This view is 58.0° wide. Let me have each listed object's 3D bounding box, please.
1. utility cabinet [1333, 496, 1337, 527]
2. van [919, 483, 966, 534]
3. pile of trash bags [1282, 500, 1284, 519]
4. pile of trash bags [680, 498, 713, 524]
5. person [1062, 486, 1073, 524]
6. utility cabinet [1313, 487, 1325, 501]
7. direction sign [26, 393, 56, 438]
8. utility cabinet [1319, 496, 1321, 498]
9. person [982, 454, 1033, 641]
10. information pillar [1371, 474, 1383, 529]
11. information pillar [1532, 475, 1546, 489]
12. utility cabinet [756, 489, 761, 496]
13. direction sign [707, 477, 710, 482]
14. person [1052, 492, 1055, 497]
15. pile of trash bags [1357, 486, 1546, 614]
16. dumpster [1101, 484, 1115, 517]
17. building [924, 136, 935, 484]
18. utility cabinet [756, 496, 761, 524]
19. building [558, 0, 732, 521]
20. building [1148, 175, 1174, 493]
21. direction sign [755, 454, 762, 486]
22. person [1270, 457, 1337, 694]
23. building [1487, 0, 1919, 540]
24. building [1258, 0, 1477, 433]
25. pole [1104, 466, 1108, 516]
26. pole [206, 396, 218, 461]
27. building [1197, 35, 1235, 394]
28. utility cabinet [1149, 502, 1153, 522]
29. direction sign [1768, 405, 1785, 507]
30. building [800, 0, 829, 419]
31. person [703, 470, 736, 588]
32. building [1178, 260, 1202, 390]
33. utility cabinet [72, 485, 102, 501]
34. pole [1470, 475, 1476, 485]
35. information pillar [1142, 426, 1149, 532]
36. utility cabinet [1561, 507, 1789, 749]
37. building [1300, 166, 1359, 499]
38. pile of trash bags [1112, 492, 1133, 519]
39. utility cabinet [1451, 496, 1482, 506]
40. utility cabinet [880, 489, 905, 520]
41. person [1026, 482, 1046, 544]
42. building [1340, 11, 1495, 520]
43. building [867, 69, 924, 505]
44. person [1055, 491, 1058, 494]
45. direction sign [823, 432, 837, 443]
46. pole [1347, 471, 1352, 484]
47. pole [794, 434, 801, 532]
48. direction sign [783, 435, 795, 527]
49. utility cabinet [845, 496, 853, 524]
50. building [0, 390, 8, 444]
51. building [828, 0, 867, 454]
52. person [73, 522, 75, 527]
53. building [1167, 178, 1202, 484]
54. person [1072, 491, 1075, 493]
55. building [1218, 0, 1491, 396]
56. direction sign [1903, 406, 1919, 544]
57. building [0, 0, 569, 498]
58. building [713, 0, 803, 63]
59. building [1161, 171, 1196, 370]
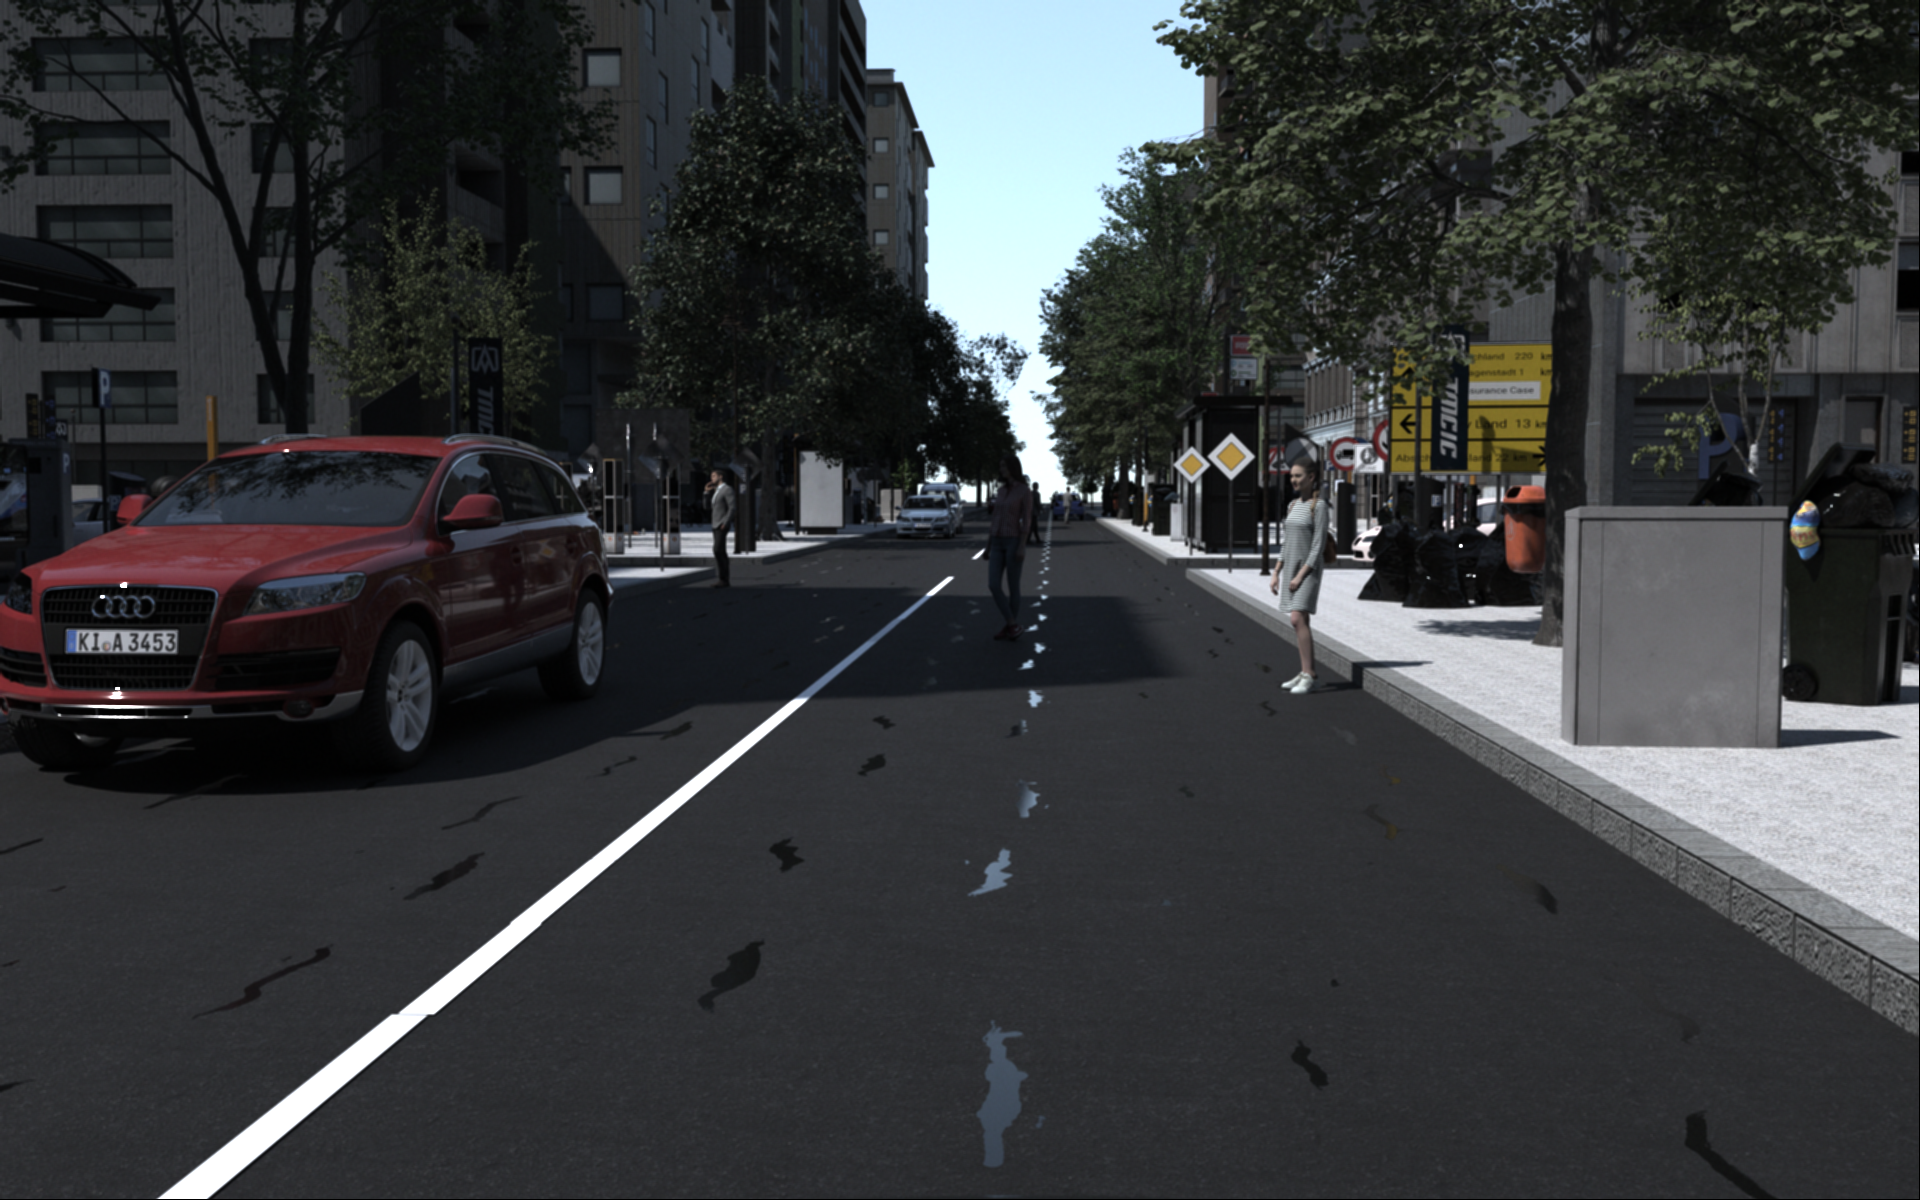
[{"bbox_3d":[14.623,-3.414,66.977,0.306,1.237,1.020,1,4,19],"label":"utility cabinet"},{"bbox_3d":[-0.763,-3.409,62.742,2.013,2.044,4.112,0,4,2],"label":"van"},{"bbox_3d":[16.100,-5.008,91.632,3.447,1.369,1.912,2,4,28],"label":"pile of trash bags"},{"bbox_3d":[-11.472,-3.968,74.630,1.912,1.369,3.447,2,4,27],"label":"pile of trash bags"},{"bbox_3d":[5.289,-4.614,84.131,0.606,1.804,0.583,3,4,36],"label":"person"},{"bbox_3d":[10.563,-2.674,52.402,0.318,1.500,1.173,-1,4,-22],"label":"utility cabinet"},{"bbox_3d":[-20.841,-2.897,39.358,0.379,3.537,0.876,1,4,12],"label":"direction sign"},{"bbox_3d":[9.348,-2.169,46.624,0.306,1.237,1.020,-1,4,-15],"label":"utility cabinet"},{"bbox_3d":[0.453,-0.522,17.051,0.555,1.821,0.388,2,4,34],"label":"person"},{"bbox_3d":[14.499,-3.410,60.238,0.304,2.012,0.304,-3,5,-44],"label":"information pillar"},{"bbox_3d":[8.306,-2.017,24.327,0.504,3.616,0.183,1,4,13],"label":"information pillar"},{"bbox_3d":[-9.418,-4.333,79.528,0.318,1.500,1.173,3,4,38],"label":"utility cabinet"},{"bbox_3d":[-16.185,-7.169,109.207,0.876,3.537,0.379,1,4,18],"label":"direction sign"},{"bbox_3d":[12.158,-13.045,222.696,0.541,1.710,0.530,2,4,26],"label":"person"},{"bbox_3d":[5.902,-0.613,19.778,1.912,1.369,3.447,0,4,-6],"label":"pile of trash bags"},{"bbox_3d":[8.728,-5.712,99.152,1.264,1.857,1.865,0,4,3],"label":"dumpster"},{"bbox_3d":[-18.639,-40.272,247.681,28.713,52.752,27.495,0,4,3],"label":"building"},{"bbox_3d":[-8.477,-3.874,74.506,1.020,1.237,0.306,-2,4,-26],"label":"utility cabinet"},{"bbox_3d":[-27.569,-30.848,93.596,28.713,52.752,27.495,0,4,3],"label":"building"},{"bbox_3d":[39.224,-38.789,257.898,21.300,48.544,21.600,0,4,3],"label":"building"},{"bbox_3d":[-11.298,-6.501,98.282,0.876,3.537,0.379,0,4,-6],"label":"direction sign"},{"bbox_3d":[2.520,-0.194,12.679,0.522,1.701,0.512,-2,4,-27],"label":"person"},{"bbox_3d":[27.257,-14.243,50.902,19.932,24.808,12.078,0,4,3],"label":"building"},{"bbox_3d":[28.161,-26.932,123.937,14.154,41.232,14.086,0,4,3],"label":"building"},{"bbox_3d":[8.526,-6.563,101.146,0.158,3.312,0.155,0,3,0],"label":"pole"},{"bbox_3d":[-15.556,-2.584,36.097,0.158,3.312,0.155,0,3,0],"label":"pole"},{"bbox_3d":[30.897,-31.608,166.898,14.600,45.320,14.200,0,4,3],"label":"building"},{"bbox_3d":[8.989,-4.138,78.810,1.020,1.237,0.306,2,4,24],"label":"utility cabinet"},{"bbox_3d":[20.896,-3.205,44.391,0.379,3.537,0.876,0,4,2],"label":"direction sign"},{"bbox_3d":[-17.861,-29.557,133.371,14.600,45.320,14.200,0,4,3],"label":"building"},{"bbox_3d":[-3.709,-1.103,26.712,0.473,1.802,0.592,-1,4,-15],"label":"person"},{"bbox_3d":[33.647,-26.924,211.908,14.160,30.474,14.107,0,4,3],"label":"building"},{"bbox_3d":[-22.122,-2.128,43.471,1.173,1.500,0.318,0,4,-1],"label":"utility cabinet"},{"bbox_3d":[15.513,-3.580,52.373,0.158,3.312,0.155,0,3,0],"label":"pole"},{"bbox_3d":[6.356,-4.149,59.198,0.183,3.616,0.504,0,3,0],"label":"information pillar"},{"bbox_3d":[3.646,0.139,8.883,1.020,1.237,0.306,0,4,5],"label":"utility cabinet"},{"bbox_3d":[26.415,-16.118,99.694,11.583,22.565,21.152,0,4,3],"label":"building"},{"bbox_3d":[9.428,-4.892,89.736,3.447,1.369,1.912,-2,4,-25],"label":"pile of trash bags"},{"bbox_3d":[16.205,-2.716,55.575,1.020,1.237,0.306,0,4,4],"label":"utility cabinet"},{"bbox_3d":[-3.238,-4.560,83.240,1.173,1.500,0.318,2,4,25],"label":"utility cabinet"},{"bbox_3d":[2.181,-2.488,49.573,0.834,1.777,0.661,-3,5,-42],"label":"person"},{"bbox_3d":[25.447,-14.385,76.997,13.314,21.916,24.055,0,4,3],"label":"building"},{"bbox_3d":[-20.350,-38.596,220.290,28.713,52.752,27.495,0,4,3],"label":"building"},{"bbox_3d":[12.479,-13.180,223.629,1.348,1.869,0.705,0,4,-4],"label":"person"},{"bbox_3d":[-4.478,-4.170,60.182,0.876,3.537,0.379,-2,4,-35],"label":"direction sign"},{"bbox_3d":[15.165,-4.501,67.442,0.158,3.312,0.155,0,3,0],"label":"pole"},{"bbox_3d":[-5.520,-3.974,58.812,0.158,3.312,0.155,0,3,0],"label":"pole"},{"bbox_3d":[-6.591,-4.591,67.057,0.379,3.537,0.876,-3,5,-41],"label":"direction sign"},{"bbox_3d":[-4.732,-3.906,75.029,0.306,1.237,1.020,-1,4,-22],"label":"utility cabinet"},{"bbox_3d":[-44.084,-22.848,65.440,23.993,40.220,32.217,0,4,3],"label":"building"},{"bbox_3d":[-19.845,-32.267,151.271,21.300,48.544,21.600,0,4,3],"label":"building"},{"bbox_3d":[-16.505,-1.378,31.709,0.731,1.740,0.598,1,4,14],"label":"person"},{"bbox_3d":[34.068,-33.153,225.647,14.154,41.232,14.086,0,4,3],"label":"building"},{"bbox_3d":[8.848,-7.738,136.492,0.593,1.643,0.415,0,4,1],"label":"person"},{"bbox_3d":[33.264,-30.009,145.263,22.147,44.769,28.867,0,4,3],"label":"building"},{"bbox_3d":[24.688,-3.214,44.550,0.876,3.537,0.379,3,5,44],"label":"direction sign"},{"bbox_3d":[-22.383,-17.582,59.161,14.160,30.474,14.107,0,4,3],"label":"building"},{"bbox_3d":[-18.719,-26.643,119.201,14.154,41.232,14.086,0,4,3],"label":"building"},{"bbox_3d":[35.140,-36.055,239.602,14.600,45.320,14.200,0,4,3],"label":"building"}]
